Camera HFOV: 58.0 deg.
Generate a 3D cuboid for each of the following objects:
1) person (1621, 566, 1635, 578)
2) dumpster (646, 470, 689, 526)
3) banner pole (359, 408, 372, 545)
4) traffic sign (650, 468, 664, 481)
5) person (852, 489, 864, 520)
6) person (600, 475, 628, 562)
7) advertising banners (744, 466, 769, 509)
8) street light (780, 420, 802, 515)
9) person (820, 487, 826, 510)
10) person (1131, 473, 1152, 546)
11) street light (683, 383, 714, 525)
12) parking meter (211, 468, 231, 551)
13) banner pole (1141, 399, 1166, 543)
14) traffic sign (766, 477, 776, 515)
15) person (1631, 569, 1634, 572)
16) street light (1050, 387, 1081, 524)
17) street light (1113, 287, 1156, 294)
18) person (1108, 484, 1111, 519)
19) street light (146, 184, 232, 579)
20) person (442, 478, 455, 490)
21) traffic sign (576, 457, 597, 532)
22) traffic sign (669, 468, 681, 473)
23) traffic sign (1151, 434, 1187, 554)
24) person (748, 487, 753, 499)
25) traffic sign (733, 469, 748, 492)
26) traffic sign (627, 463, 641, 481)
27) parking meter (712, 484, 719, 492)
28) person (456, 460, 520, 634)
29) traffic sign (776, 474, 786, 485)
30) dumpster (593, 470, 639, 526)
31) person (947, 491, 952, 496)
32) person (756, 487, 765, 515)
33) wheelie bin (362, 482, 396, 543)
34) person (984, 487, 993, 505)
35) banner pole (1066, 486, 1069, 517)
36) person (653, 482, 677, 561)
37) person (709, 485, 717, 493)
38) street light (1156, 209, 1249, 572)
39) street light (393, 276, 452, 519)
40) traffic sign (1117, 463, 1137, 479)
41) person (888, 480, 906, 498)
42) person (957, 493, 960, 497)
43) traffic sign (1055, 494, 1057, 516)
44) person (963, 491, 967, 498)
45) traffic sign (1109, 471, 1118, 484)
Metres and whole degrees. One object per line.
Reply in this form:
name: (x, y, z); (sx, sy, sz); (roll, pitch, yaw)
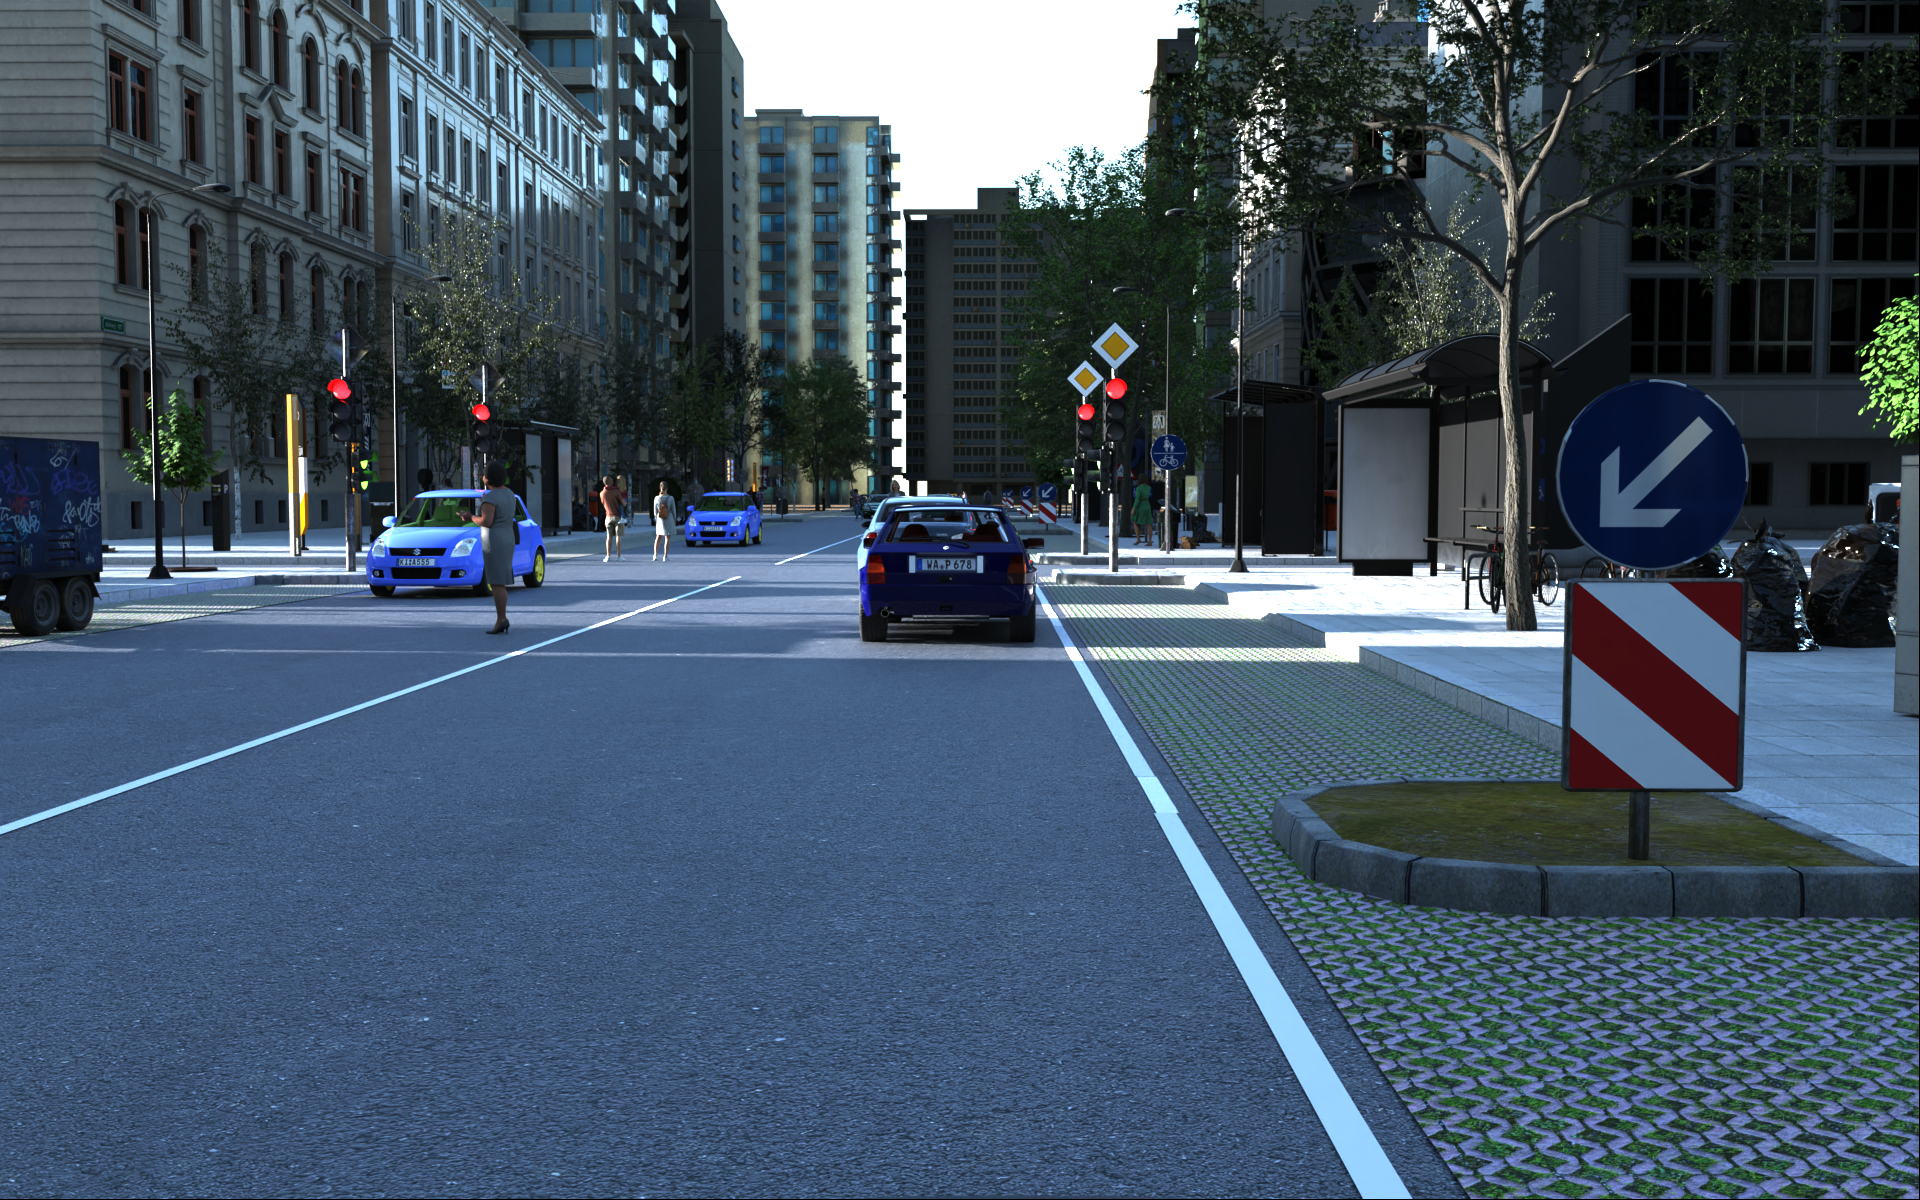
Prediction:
person: (6.632, -0.341, 16.631); (0.505, 1.210, 0.382); (-1, 4, -17)
dumpster: (-11.850, -4.141, 70.199); (1.502, 2.255, 1.985); (0, 4, 1)
banner pole: (-15.177, -3.308, 44.110); (0.401, 3.779, 0.863); (1, 4, 11)
traffic sign: (-15.018, -5.252, 85.983); (0.768, 2.556, 0.104); (0, 4, 7)
person: (-5.572, -5.199, 94.345); (0.643, 1.720, 0.563); (1, 4, 13)
person: (-7.323, -1.737, 36.874); (0.580, 1.828, 0.573); (-2, 4, -32)
advertising banners: (-12.997, -6.941, 109.674); (2.074, 3.025, 0.090); (2, 4, 23)
street light: (-10.581, -8.314, 108.479); (1.470, 5.913, 1.316); (0, 4, 1)
person: (-10.744, -7.950, 136.028); (0.705, 1.823, 1.348); (1, 4, 13)
person: (4.519, -2.233, 42.804); (0.529, 1.795, 0.600); (3, 5, 43)
street light: (-10.991, -6.128, 72.732); (1.470, 5.913, 1.316); (0, 4, 1)
parking meter: (-16.673, -2.040, 39.059); (0.255, 1.863, 0.399); (0, 4, 3)
banner pole: (5.084, -3.392, 45.479); (0.863, 3.779, 0.401); (3, 5, 43)
traffic sign: (-11.473, -6.312, 105.337); (0.606, 2.300, 0.079); (0, 4, 3)
person: (11.302, -1.352, 28.699); (0.519, 1.759, 0.362); (-2, 4, -25)
street light: (4.593, -6.278, 75.190); (1.470, 5.913, 1.316); (0, 4, 1)
street light: (4.143, -4.065, 39.001); (1.470, 5.913, 1.316); (0, 4, 1)
person: (7.536, -4.970, 87.635); (0.374, 1.781, 0.599); (-3, 5, -40)
street light: (-11.603, -3.275, 26.087); (1.470, 5.913, 1.316); (0, 4, 1)
person: (-15.341, -2.774, 51.965); (0.480, 1.755, 0.524); (-2, 4, -31)
traffic sign: (-12.685, -3.601, 58.980); (0.768, 2.556, 0.104); (0, 4, 1)
traffic sign: (-13.947, -5.151, 84.318); (0.768, 2.556, 0.104); (0, 4, 6)
traffic sign: (4.457, -2.258, 37.026); (0.768, 2.556, 0.104); (0, 4, 4)
person: (-14.659, -7.071, 121.793); (1.348, 1.807, 0.705); (-2, 4, -29)
traffic sign: (-11.096, -5.354, 87.646); (0.768, 2.556, 0.104); (0, 4, 2)
traffic sign: (-13.636, -4.385, 71.690); (0.884, 2.594, 0.081); (1, 4, 9)
parking meter: (-14.729, -6.029, 104.291); (0.399, 1.863, 0.255); (-1, 4, -18)
person: (-4.806, -0.549, 17.829); (0.532, 1.782, 0.716); (1, 4, 13)
traffic sign: (-11.600, -6.826, 111.331); (0.795, 2.593, 0.064); (0, 4, 6)
dumpster: (-13.918, -4.131, 70.031); (1.502, 2.255, 1.985); (0, 4, 1)
person: (-1.087, -9.278, 161.128); (0.756, 1.711, 0.436); (0, 4, -7)
person: (-12.426, -6.166, 107.702); (0.563, 1.720, 0.643); (1, 4, 13)
wheelie bin: (-15.284, -2.315, 45.762); (0.980, 1.594, 0.693); (-1, 4, -15)
person: (1.625, -5.502, 98.565); (0.679, 1.850, 0.850); (3, 5, 40)
banner pole: (5.956, -6.482, 96.001); (0.401, 3.779, 0.863); (-1, 4, -11)
person: (-6.354, -1.695, 37.211); (0.512, 1.701, 0.522); (0, 4, -5)
person: (-14.237, -5.721, 99.768); (0.466, 1.800, 0.511); (0, 4, -2)
street light: (4.049, -3.414, 28.355); (1.470, 5.913, 1.316); (0, 4, 1)
street light: (-11.500, -3.942, 36.986); (1.470, 5.913, 1.316); (0, 4, 1)
traffic sign: (5.622, -3.637, 59.473); (0.884, 2.594, 0.081); (1, 4, 9)
person: (-1.598, -2.179, 44.302); (0.537, 1.800, 0.526); (0, 4, -7)
person: (-0.055, -5.702, 104.331); (0.523, 1.515, 0.503); (-2, 4, -31)
traffic sign: (5.691, -6.277, 102.737); (0.768, 2.556, 0.104); (0, 4, 2)
person: (0.469, -10.369, 178.699); (0.621, 1.740, 0.551); (-2, 4, -29)
traffic sign: (8.488, -5.947, 97.335); (0.768, 2.556, 0.104); (0, 4, 2)
